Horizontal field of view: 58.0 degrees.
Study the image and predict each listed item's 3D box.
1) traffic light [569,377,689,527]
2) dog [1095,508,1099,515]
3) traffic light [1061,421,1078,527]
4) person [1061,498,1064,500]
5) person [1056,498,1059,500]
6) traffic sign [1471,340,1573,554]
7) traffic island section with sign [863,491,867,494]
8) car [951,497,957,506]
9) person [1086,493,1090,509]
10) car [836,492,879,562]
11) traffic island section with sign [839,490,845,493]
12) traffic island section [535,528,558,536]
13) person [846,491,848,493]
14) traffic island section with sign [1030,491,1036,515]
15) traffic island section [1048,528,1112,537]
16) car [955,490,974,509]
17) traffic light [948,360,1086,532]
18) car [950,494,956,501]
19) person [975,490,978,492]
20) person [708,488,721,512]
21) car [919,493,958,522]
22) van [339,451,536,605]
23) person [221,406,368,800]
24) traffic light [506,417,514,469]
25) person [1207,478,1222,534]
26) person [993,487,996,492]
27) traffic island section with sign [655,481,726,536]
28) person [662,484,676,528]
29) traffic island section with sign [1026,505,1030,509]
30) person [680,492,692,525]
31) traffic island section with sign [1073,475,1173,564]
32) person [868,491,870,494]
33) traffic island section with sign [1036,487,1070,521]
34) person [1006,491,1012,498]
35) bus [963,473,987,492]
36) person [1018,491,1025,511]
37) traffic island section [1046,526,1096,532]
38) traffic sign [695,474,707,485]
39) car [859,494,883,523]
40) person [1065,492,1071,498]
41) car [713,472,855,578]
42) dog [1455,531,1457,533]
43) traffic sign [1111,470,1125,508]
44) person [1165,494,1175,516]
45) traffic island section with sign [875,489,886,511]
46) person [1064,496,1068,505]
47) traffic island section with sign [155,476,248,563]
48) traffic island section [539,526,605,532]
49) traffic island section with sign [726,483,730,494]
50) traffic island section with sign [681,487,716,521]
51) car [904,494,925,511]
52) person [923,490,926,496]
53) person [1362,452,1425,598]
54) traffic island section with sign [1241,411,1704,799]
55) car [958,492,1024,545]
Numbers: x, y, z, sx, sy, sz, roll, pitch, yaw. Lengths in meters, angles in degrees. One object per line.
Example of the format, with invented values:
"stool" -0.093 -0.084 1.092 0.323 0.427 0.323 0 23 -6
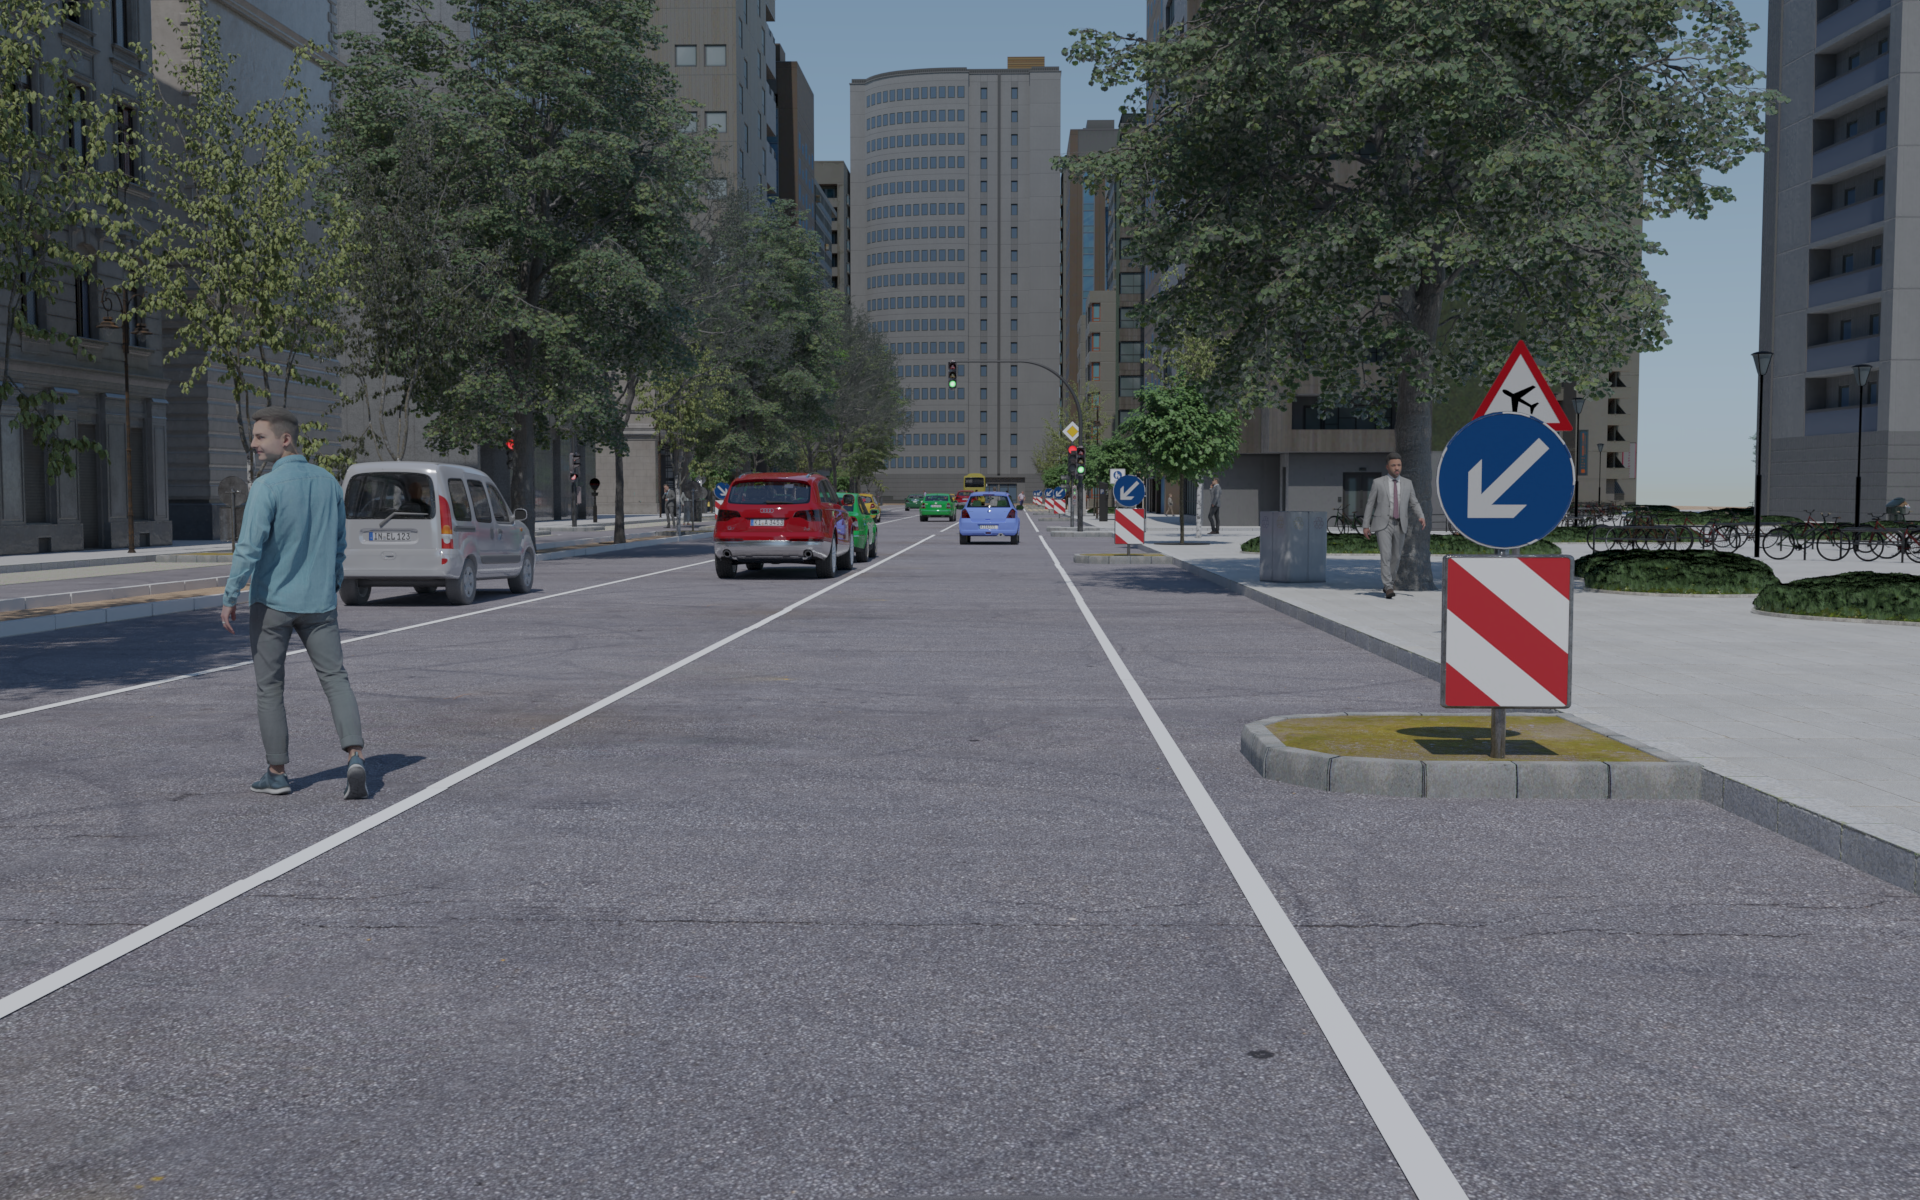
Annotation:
"traffic light" -12.938 -5.676 67.467 4.771 5.953 1.251 0 4 2
"dog" 8.602 -5.685 107.335 0.800 0.831 0.513 1 4 16
"traffic light" 4.321 -4.770 66.905 0.839 4.253 0.868 0 4 2
"person" 8.830 -8.774 149.455 0.705 1.831 1.348 1 4 9
"person" 12.270 -12.965 218.961 0.756 1.711 0.436 2 4 27
"traffic sign" 4.736 -0.901 14.731 0.884 2.594 0.081 0 4 4
"traffic island section with sign" -10.667 -11.481 196.349 1.989 1.847 2.006 0 4 2
"car" -1.188 -6.164 112.788 2.014 1.417 4.499 0 4 1
"person" 10.596 -8.378 146.275 0.557 1.426 1.065 -3 5 -41
"car" -2.784 -1.770 37.730 1.959 1.807 4.718 0 4 1
"traffic island section with sign" -11.537 -9.834 169.408 1.989 1.847 2.006 0 4 2
"traffic island section" -15.323 -2.286 59.653 2.009 0.180 2.903 0 4 2
"person" -10.498 -9.198 159.713 1.217 1.723 0.721 3 4 38
"traffic island section with sign" 6.003 -6.740 118.832 1.989 1.847 2.006 0 4 2
"traffic island section" 4.108 -2.248 59.036 2.009 0.180 2.903 0 4 2
"car" 0.609 -9.437 162.959 2.281 1.827 5.304 0 4 3
"traffic light" 1.975 -5.149 58.848 4.771 5.953 1.251 0 4 2
"car" -1.243 -12.635 216.806 2.015 1.641 3.980 0 4 2
"person" 1.631 -9.824 168.748 0.705 1.869 1.348 3 5 42
"person" -16.884 -6.995 120.634 1.509 1.804 0.699 2 4 28
"car" -1.134 -5.023 90.921 1.959 1.807 4.718 0 4 3
"van" -7.095 -1.022 23.724 2.013 2.044 4.112 0 4 2
"person" -3.127 0.013 8.149 0.748 1.841 0.638 3 5 44
"traffic light" -15.284 -4.318 59.517 0.839 4.253 0.868 0 4 2
"person" 8.152 -3.015 55.518 0.473 1.802 0.592 2 4 32
"person" 1.741 -4.859 88.148 0.606 1.804 0.583 0 4 -2
"traffic island section with sign" -9.326 -3.154 59.698 2.006 1.907 1.989 0 4 2
"person" -12.174 -3.920 72.401 0.655 1.846 0.447 2 4 34
"traffic island section with sign" 7.579 -9.792 168.721 1.989 1.847 2.006 0 4 2
"person" -12.563 -4.356 79.825 0.635 1.810 0.391 -3 5 -40
"traffic island section with sign" 3.396 -1.697 36.370 1.989 1.847 2.006 0 4 2
"person" -9.081 -9.938 171.001 0.705 1.823 1.348 -2 4 -30
"traffic island section with sign" 5.148 -5.086 91.791 1.989 1.847 2.006 0 4 2
"person" 5.739 -12.465 211.934 1.348 1.869 0.705 -1 4 -10
"bus" 1.769 -13.084 205.470 2.896 3.916 12.252 0 4 1
"person" 5.391 -8.620 150.380 0.756 1.711 0.436 -1 4 -23
"traffic island section" 4.360 -2.736 67.017 2.009 0.180 2.903 0 4 2
"traffic sign" -15.932 -6.533 106.543 0.795 2.593 0.064 0 4 3
"car" -4.904 -4.685 86.827 2.015 1.641 3.980 0 4 1
"person" 11.461 -10.719 181.321 1.348 1.821 0.705 1 4 17
"car" -3.090 -1.371 31.086 2.281 1.827 5.304 0 4 2
"dog" 11.961 -1.435 41.203 0.748 0.427 0.550 0 4 -7
"traffic sign" 6.451 -4.207 70.913 0.606 2.300 0.079 0 4 7
"person" 12.065 -5.453 99.469 0.640 1.303 0.475 -1 4 -16
"traffic island section with sign" -6.718 -8.200 142.203 2.006 1.907 1.989 0 4 2
"person" 11.775 -11.418 192.684 1.348 1.831 0.705 2 4 30
"traffic island section with sign" -15.711 -1.729 36.899 1.989 1.847 2.006 0 4 2
"traffic island section" -15.071 -2.774 67.634 2.009 0.180 2.903 0 4 2
"traffic island section with sign" -9.083 -3.606 67.101 2.006 1.907 1.989 0 4 2
"traffic island section with sign" -13.940 -5.173 93.203 1.989 1.847 2.006 0 4 2
"car" -3.699 -8.274 147.073 2.131 1.459 4.920 0 4 1
"person" -3.878 -10.798 184.908 0.599 1.838 0.709 1 4 9
"person" 5.340 -0.922 21.397 0.678 1.792 0.850 0 4 -3
"traffic island section with sign" 2.537 -0.029 9.099 1.989 1.847 2.006 0 4 2
"car" 0.878 -2.487 50.252 1.945 1.707 3.694 0 4 3
